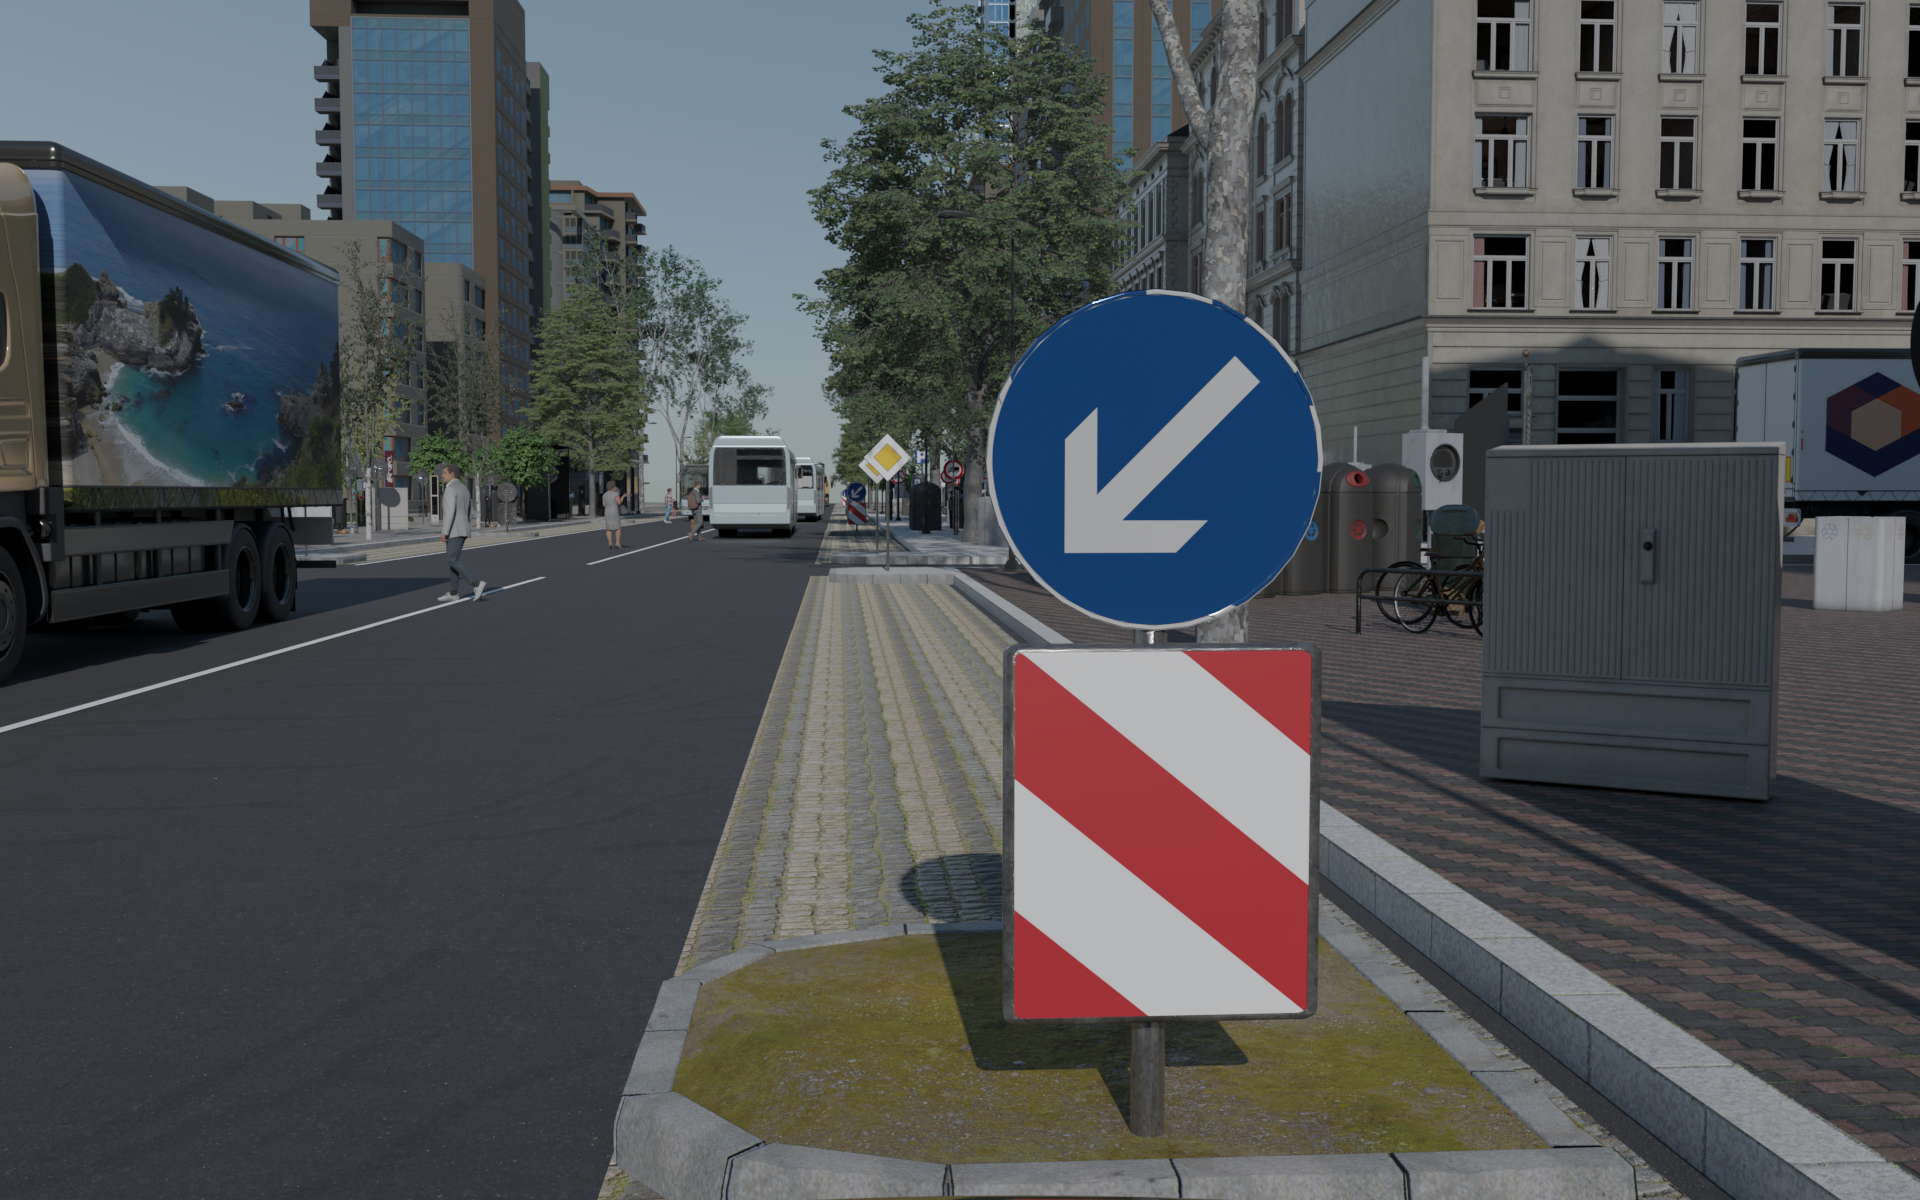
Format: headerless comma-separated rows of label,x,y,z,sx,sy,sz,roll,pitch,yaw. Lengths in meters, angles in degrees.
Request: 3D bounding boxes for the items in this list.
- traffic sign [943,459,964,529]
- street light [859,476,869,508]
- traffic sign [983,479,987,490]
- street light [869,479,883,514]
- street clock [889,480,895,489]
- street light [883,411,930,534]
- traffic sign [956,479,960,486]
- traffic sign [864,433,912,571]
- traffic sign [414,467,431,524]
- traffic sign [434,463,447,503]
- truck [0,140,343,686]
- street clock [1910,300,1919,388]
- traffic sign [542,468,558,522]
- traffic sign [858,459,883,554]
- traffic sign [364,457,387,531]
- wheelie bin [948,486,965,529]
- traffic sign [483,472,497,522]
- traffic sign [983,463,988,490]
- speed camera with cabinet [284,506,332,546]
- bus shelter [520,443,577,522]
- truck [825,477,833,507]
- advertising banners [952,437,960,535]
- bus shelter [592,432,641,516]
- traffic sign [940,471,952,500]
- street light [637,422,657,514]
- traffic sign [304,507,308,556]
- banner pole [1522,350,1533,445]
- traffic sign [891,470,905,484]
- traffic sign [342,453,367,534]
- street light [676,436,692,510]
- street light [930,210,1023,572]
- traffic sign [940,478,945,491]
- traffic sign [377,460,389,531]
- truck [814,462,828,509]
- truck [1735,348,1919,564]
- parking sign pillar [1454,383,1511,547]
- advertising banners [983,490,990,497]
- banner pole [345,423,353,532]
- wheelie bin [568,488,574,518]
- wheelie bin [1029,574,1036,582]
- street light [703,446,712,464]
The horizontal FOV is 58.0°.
traffic sign,-0.233,-3.866,63.314,0.768,2.556,0.104,0,4,3
street light,-5.517,-8.457,110.808,1.470,5.913,1.316,0,4,-4
traffic sign,1.259,-4.938,80.846,0.768,2.556,0.104,0,3,0
street light,-3.489,-6.738,82.709,1.470,5.913,1.316,0,4,-4
street clock,-3.635,-5.250,90.412,0.358,2.002,0.471,3,5,41
street light,-1.626,-5.076,55.532,1.470,5.913,1.316,0,4,-4
traffic sign,-0.399,-6.836,111.866,0.768,2.556,0.104,0,4,-3
traffic sign,-1.202,-1.536,28.757,0.795,2.450,0.064,0,4,-4
traffic sign,-23.146,-4.494,74.660,0.795,2.450,0.064,0,4,3
traffic sign,-20.948,-4.289,70.223,0.768,2.556,0.104,0,4,-1
truck,-8.512,-1.656,15.995,2.839,4.237,11.283,0,4,-4
street clock,3.273,-0.060,5.546,0.471,2.002,0.358,-2,4,-26
traffic sign,-18.593,-4.789,78.413,0.768,2.556,0.104,0,4,0
traffic sign,-1.759,-2.023,36.723,0.795,2.450,0.064,0,4,-4
traffic sign,-20.048,-3.628,59.426,0.768,2.556,0.104,0,4,-2
wheelie bin,-0.078,-3.462,64.508,0.693,1.594,0.980,-1,4,-21
traffic sign,-21.566,-4.731,79.482,0.606,2.300,0.079,0,4,-1
traffic sign,1.029,-3.869,63.268,0.884,2.594,0.081,0,4,-2
speed camera with cabinet,-16.516,-2.942,42.436,2.038,3.252,0.660,-3,5,-43
bus shelter,-19.579,-5.583,82.558,1.731,3.624,6.357,0,4,-4
truck,-16.359,-12.456,199.579,3.469,3.379,9.791,0,4,-4
advertising banners,-0.141,-3.558,54.368,0.090,3.025,2.074,0,4,5
bus shelter,-20.827,-7.763,104.548,2.179,5.291,8.768,0,4,-4
traffic sign,-0.606,-5.308,86.896,0.768,2.556,0.104,0,4,-3
street light,-20.300,-8.537,112.122,1.470,5.913,1.316,0,4,-4
traffic sign,-13.576,-1.974,35.919,0.795,2.450,0.064,0,4,-4
banner pole,9.773,-2.439,29.889,0.401,3.779,0.863,0,4,8
traffic sign,-3.178,-5.450,89.206,0.768,2.556,0.104,0,4,3
traffic sign,-19.181,-3.364,55.010,0.884,2.594,0.081,0,4,-1
street light,-22.328,-10.224,139.711,1.470,5.913,1.316,0,4,-4
street light,0.325,-3.427,28.576,1.470,5.913,1.316,0,4,-4
traffic sign,-1.069,-5.862,97.967,0.606,2.300,0.079,0,4,-1
traffic sign,-20.452,-3.715,60.843,0.768,2.556,0.104,0,4,-1
truck,-13.637,-10.331,157.823,2.839,4.237,11.283,0,4,-2
truck,21.549,-2.798,34.660,11.283,4.237,2.839,0,4,-3
parking sign pillar,12.809,-3.304,42.490,1.447,3.967,1.447,3,5,40
advertising banners,1.555,-3.776,57.918,2.074,3.025,0.090,3,5,44
banner pole,-20.945,-4.240,59.343,0.401,3.779,0.863,-2,4,-34
wheelie bin,-21.200,-5.220,93.253,0.980,1.594,0.693,-3,5,-40
wheelie bin,1.392,-1.059,25.216,0.693,1.594,0.980,-1,4,-20
street light,-24.182,-11.887,166.889,1.470,5.913,1.316,0,4,-4
